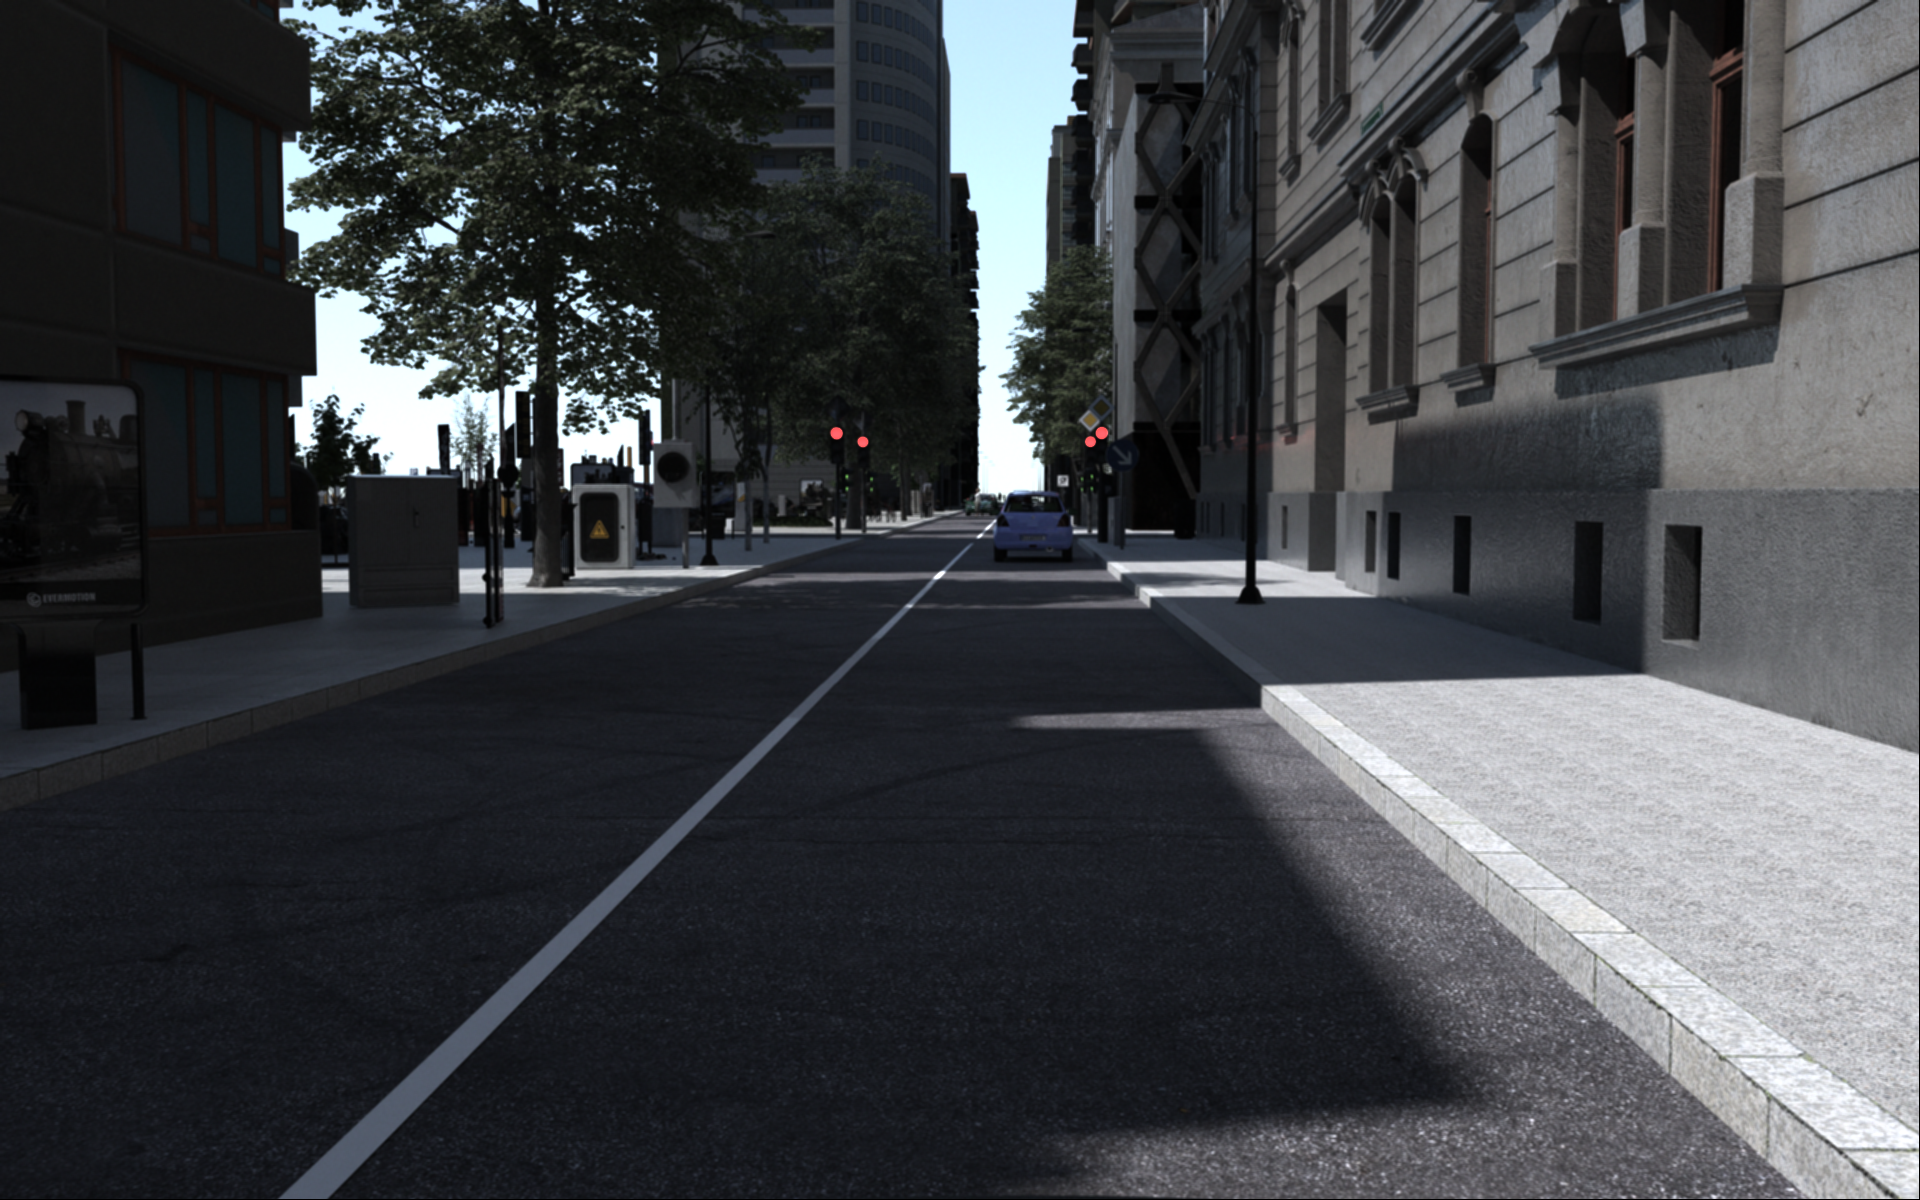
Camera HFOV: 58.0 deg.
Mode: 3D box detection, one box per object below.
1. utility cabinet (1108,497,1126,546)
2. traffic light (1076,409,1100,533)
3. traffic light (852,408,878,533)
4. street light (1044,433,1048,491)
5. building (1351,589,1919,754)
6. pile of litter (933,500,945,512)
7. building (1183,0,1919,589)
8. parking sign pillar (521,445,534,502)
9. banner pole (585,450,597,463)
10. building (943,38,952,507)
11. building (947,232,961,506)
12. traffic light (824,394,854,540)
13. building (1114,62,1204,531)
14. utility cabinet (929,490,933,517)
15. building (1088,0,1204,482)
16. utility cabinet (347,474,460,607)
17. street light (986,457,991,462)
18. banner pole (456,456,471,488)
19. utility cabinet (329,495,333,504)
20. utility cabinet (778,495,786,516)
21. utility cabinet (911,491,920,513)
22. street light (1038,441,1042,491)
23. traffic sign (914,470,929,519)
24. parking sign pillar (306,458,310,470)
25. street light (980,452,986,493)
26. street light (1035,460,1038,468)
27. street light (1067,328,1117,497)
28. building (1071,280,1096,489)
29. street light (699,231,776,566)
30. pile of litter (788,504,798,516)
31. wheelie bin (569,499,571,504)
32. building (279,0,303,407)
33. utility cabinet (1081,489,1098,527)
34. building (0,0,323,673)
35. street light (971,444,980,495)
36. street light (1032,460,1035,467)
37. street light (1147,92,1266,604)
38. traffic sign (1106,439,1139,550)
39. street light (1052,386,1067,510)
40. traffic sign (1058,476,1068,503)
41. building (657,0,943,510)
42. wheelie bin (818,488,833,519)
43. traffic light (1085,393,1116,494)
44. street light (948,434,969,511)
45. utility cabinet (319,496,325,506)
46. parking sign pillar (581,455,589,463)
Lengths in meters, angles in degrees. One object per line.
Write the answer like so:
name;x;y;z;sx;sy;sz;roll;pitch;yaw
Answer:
utility cabinet;3.916;-1.972;43.411;0.306;1.237;1.020;0;4;-4
traffic light;4.223;-4.134;56.508;0.839;4.253;0.868;0;4;2
traffic light;-3.134;-4.149;56.757;0.839;4.253;0.868;0;4;2
street light;5.768;-7.973;102.892;1.470;5.913;1.316;0;4;2
building;11.084;-13.709;11.525;14.401;28.519;23.554;0;4;2
pile of litter;-1.836;-6.903;126.830;1.719;0.858;1.176;-2;4;-24
building;12.232;-15.145;35.009;14.401;28.519;23.554;0;4;2
parking sign pillar;-22.727;-6.320;91.796;1.447;3.967;1.447;3;5;44
banner pole;-20.816;-6.573;97.486;0.863;3.779;0.401;-2;4;-27
building;-8.106;-31.698;168.373;14.600;45.320;14.200;0;4;2
building;-7.143;-26.066;197.886;14.160;30.474;14.107;0;4;2
traffic light;-3.422;-3.661;48.777;0.839;4.253;0.868;0;4;2
building;14.582;-12.090;65.124;16.811;18.784;16.820;0;4;2
utility cabinet;-1.740;-5.347;96.106;0.318;1.500;1.173;1;4;10
building;14.214;-19.053;97.415;13.634;28.700;20.117;0;4;2
utility cabinet;-6.351;-0.680;19.794;1.173;1.500;0.318;-3;4;-38
street light;2.758;-14.927;216.598;1.470;5.913;1.316;0;4;2
banner pole;-32.308;-7.536;113.226;0.863;3.779;0.401;1;4;17
utility cabinet;-47.306;-7.300;130.521;1.020;1.237;0.306;2;4;25
utility cabinet;-8.706;-4.512;84.927;0.306;1.237;1.020;0;4;-1
utility cabinet;-3.206;-6.416;113.579;1.173;1.500;0.318;1;4;15
street light;6.845;-9.696;131.075;1.470;5.913;1.316;0;4;2
traffic sign;-2.028;-5.548;90.815;0.768;2.556;0.104;0;4;5
parking sign pillar;-43.800;-7.865;117.062;1.447;3.967;1.447;0;4;-8
street light;1.848;-13.340;190.649;1.470;5.913;1.316;0;4;2
street light;7.540;-10.962;151.776;1.470;5.913;1.316;0;4;2
street light;3.825;-4.647;48.519;1.470;5.913;1.316;0;4;2
building;16.237;-15.572;122.048;16.820;18.784;16.811;0;4;2
street light;-3.951;-3.564;30.810;1.470;5.913;1.316;0;4;2
pile of litter;-7.667;-3.854;76.972;1.176;0.858;1.719;1;4;10
wheelie bin;-9.035;-2.090;42.081;0.980;1.594;0.693;0;4;-1
building;-31.746;-25.460;35.886;30.456;49.044;23.786;0;4;2
utility cabinet;5.236;-3.556;66.827;1.173;1.500;0.318;3;4;37
building;-21.000;-9.694;3.538;27.650;21.520;28.899;0;4;2
street light;0.862;-11.573;161.751;1.470;5.913;1.316;0;4;2
street light;9.592;-14.408;208.117;1.470;5.913;1.316;0;4;2
street light;2.869;-2.914;20.178;1.470;5.913;1.316;0;4;2
traffic sign;3.747;-2.440;40.001;0.768;2.556;0.104;1;4;8
street light;4.782;-6.217;74.197;1.470;5.913;1.316;0;4;2
traffic sign;5.685;-5.710;95.490;0.606;2.300;0.079;0;4;8
building;-12.538;-36.947;146.078;21.231;58.520;28.212;0;4;2
wheelie bin;-6.878;-4.864;87.427;0.693;1.594;0.980;1;4;22
traffic light;3.935;-3.646;48.528;0.839;4.253;0.868;0;4;2
street light;-0.225;-9.837;133.378;1.470;5.913;1.316;0;4;2
utility cabinet;-27.934;-3.929;75.408;0.306;1.237;1.020;-3;4;-36
parking sign pillar;-25.258;-7.973;118.824;1.447;3.967;1.447;-2;4;-29
